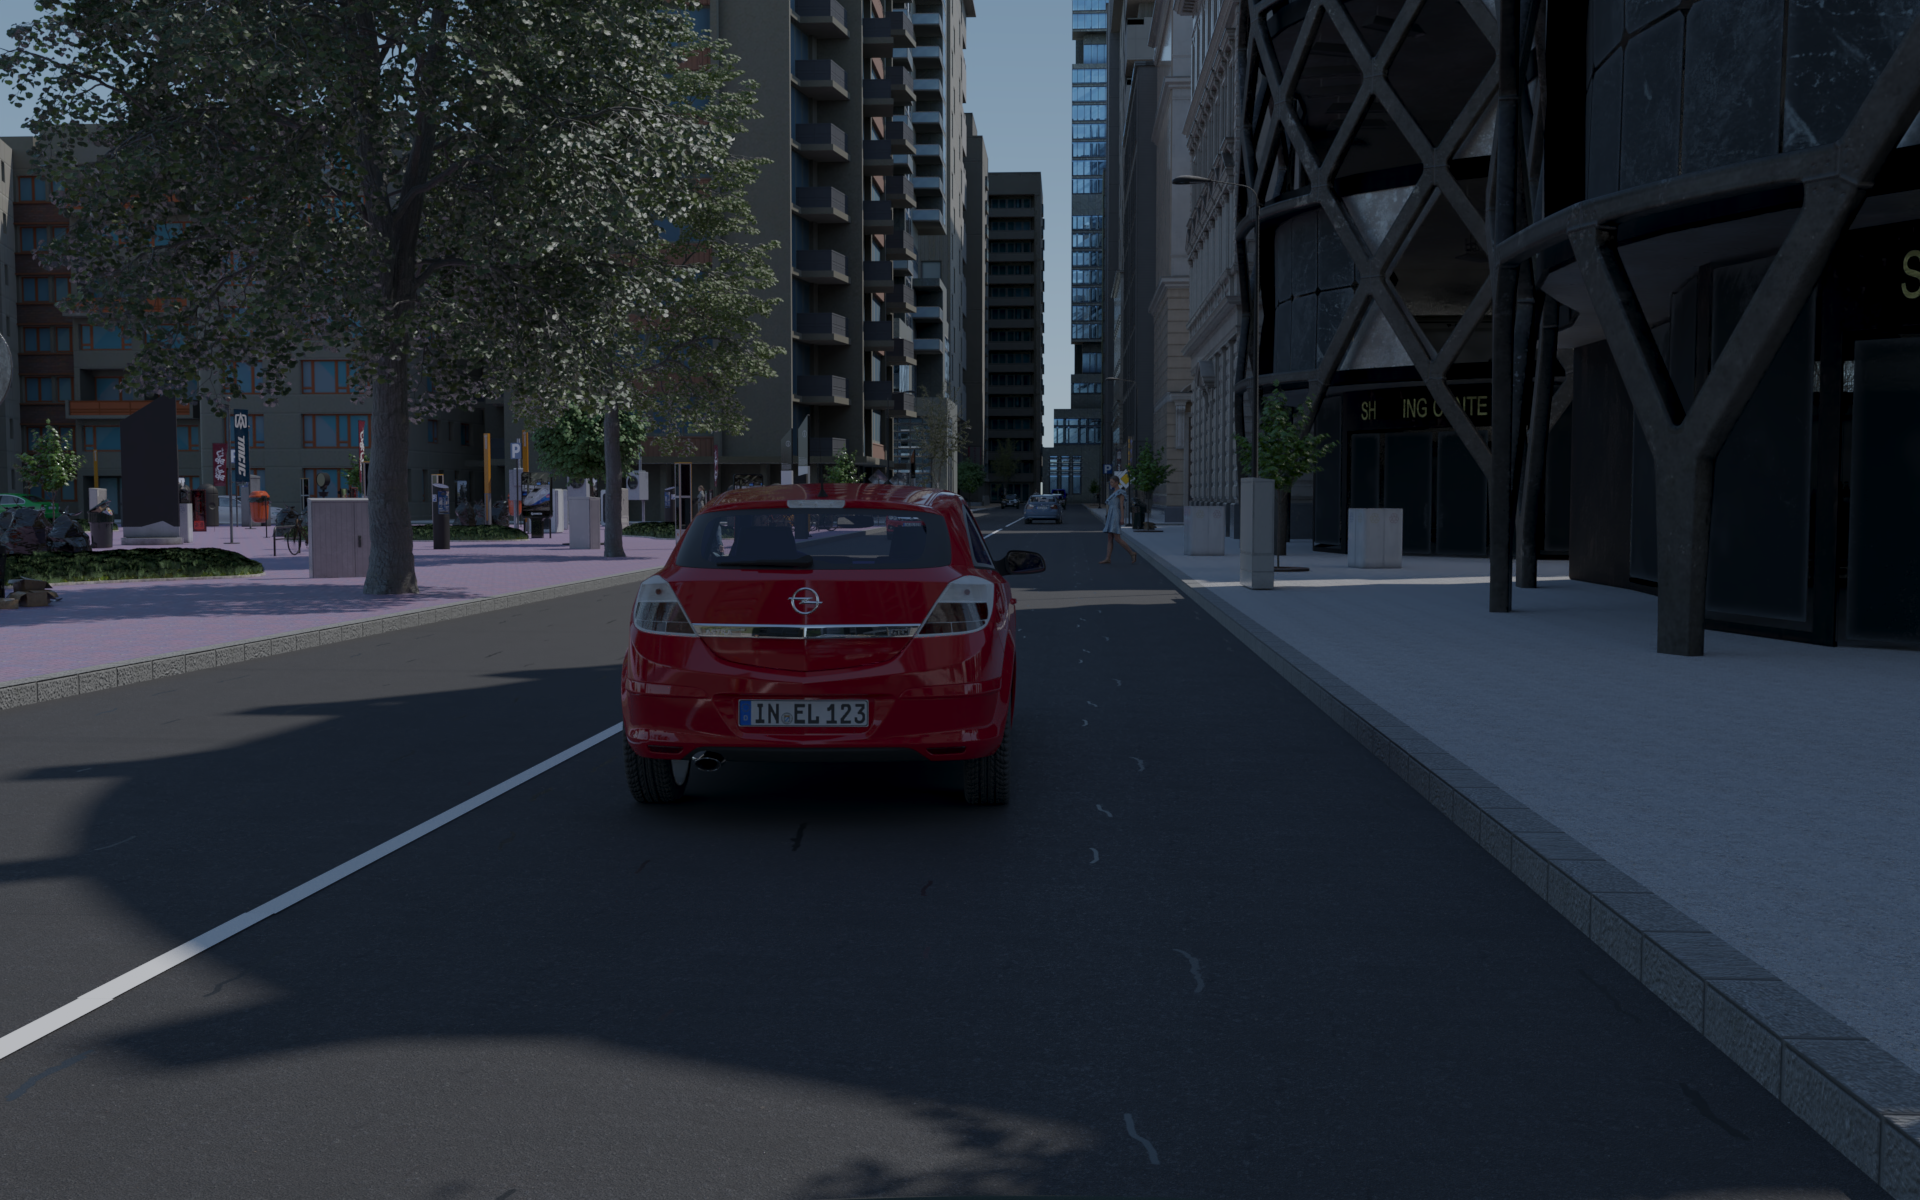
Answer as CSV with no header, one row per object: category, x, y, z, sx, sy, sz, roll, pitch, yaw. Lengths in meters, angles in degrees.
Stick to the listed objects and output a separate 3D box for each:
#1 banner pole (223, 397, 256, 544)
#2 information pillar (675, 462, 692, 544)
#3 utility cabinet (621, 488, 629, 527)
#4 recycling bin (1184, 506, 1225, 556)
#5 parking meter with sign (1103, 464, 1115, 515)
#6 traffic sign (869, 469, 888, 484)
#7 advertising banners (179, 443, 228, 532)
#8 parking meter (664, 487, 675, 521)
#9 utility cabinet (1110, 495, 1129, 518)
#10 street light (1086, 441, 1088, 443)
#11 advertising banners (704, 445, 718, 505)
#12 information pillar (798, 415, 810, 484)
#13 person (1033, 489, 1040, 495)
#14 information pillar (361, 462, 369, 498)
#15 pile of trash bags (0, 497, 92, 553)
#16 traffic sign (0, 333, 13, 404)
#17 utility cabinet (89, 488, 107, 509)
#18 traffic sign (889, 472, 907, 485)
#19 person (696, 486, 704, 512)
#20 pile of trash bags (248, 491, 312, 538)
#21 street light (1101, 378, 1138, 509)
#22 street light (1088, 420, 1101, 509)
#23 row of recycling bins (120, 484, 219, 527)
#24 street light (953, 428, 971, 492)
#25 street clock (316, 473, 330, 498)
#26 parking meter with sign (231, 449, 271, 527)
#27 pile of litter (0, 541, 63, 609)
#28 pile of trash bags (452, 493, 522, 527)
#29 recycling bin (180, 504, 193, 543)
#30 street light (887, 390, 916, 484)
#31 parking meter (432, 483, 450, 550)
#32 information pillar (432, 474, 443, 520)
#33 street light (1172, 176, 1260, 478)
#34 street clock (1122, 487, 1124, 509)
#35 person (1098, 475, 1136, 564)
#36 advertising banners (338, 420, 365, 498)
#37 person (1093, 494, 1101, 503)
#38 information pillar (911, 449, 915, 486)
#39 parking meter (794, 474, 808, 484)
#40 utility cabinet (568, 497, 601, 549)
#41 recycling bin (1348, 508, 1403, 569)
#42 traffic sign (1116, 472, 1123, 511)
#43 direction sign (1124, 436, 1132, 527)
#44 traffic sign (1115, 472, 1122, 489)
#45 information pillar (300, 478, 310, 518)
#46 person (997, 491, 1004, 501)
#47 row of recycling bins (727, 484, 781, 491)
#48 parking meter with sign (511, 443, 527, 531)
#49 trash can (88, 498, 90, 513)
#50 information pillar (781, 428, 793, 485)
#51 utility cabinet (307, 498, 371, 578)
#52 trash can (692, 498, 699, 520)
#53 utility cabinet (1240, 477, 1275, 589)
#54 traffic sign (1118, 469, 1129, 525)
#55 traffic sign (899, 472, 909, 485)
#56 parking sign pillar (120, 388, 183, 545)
banner pole,-18.688,-3.349,44.780,0.401,3.779,0.863,2,4,26
information pillar,-6.458,-2.199,40.448,0.304,2.012,0.304,-2,4,-30
utility cabinet,-12.378,-3.319,62.943,0.318,1.500,1.173,1,4,9
recycling bin,5.115,-1.451,36.280,0.722,1.027,0.722,0,4,-5
parking meter with sign,8.758,-6.389,100.724,0.543,3.016,1.738,0,4,-8
traffic sign,-3.294,-4.050,69.864,0.795,2.450,0.064,0,4,4
advertising banners,-25.952,-3.836,58.901,2.074,3.025,0.090,-2,4,-23
parking meter,-9.850,-3.086,58.865,0.372,1.533,0.369,0,3,0
utility cabinet,8.631,-5.034,93.475,1.020,1.237,0.306,-1,4,-16
street light,11.748,-10.985,152.140,1.470,5.913,1.316,0,4,4
advertising banners,-8.930,-4.034,62.138,0.090,3.025,2.074,-1,4,-21
information pillar,-4.625,-3.679,51.505,0.183,3.616,0.504,-3,5,-41
person,5.631,-7.313,128.266,0.606,1.804,0.583,-1,4,-14
information pillar,-13.363,-2.125,39.234,0.304,2.012,0.304,-2,4,-28
pile of trash bags,-16.990,-1.258,30.316,1.912,1.369,3.447,1,4,14
traffic sign,-7.018,-0.738,12.177,0.768,2.556,0.104,0,4,7
utility cabinet,-32.524,-3.469,65.404,0.318,1.500,1.173,-1,4,-11
traffic sign,-2.794,-4.538,77.833,0.795,2.450,0.064,0,4,4
person,-11.208,-3.993,74.054,0.573,1.790,0.520,-1,4,-11
pile of trash bags,-19.846,-2.581,51.953,1.912,1.369,3.447,2,4,27
street light,6.505,-5.911,69.181,1.470,5.913,1.316,0,4,4
street light,8.957,-8.339,108.882,1.470,5.913,1.316,0,4,4
row of recycling bins,-30.899,-3.708,67.736,3.534,1.692,1.069,-1,4,-19
street light,0.058,-9.100,121.326,1.470,5.913,1.316,0,4,4
street clock,-21.545,-3.308,58.649,0.471,2.002,0.358,2,4,32
parking meter with sign,-27.789,-4.382,67.900,0.543,3.016,1.738,1,4,18
pile of litter,-10.937,-0.365,19.932,1.176,0.858,1.719,1,4,11
pile of trash bags,-18.243,-3.538,67.598,3.447,1.369,1.912,3,4,37
recycling bin,-20.641,-2.021,45.596,0.722,1.027,0.722,-1,4,-16
street light,-2.679,-6.428,77.644,1.470,5.913,1.316,0,4,4
parking meter,-12.043,-1.944,40.200,0.372,1.533,0.369,0,3,0
information pillar,-19.520,-3.686,64.752,0.304,2.012,0.304,2,4,30
street light,3.790,-3.233,25.400,1.470,5.913,1.316,0,4,4
street clock,7.452,-4.604,79.845,0.358,2.002,0.471,-1,4,-15
person,3.218,-1.646,35.500,0.778,1.811,0.616,0,4,-5
advertising banners,-14.115,-2.697,40.285,0.090,3.025,2.074,0,4,-2
person,18.504,-13.646,232.428,1.217,1.723,0.721,1,4,13
information pillar,-2.459,-6.107,91.200,0.183,3.616,0.504,-1,4,-22
parking meter,-4.546,-2.671,49.387,0.399,1.863,0.255,0,4,8
utility cabinet,-8.785,-1.798,40.552,0.306,1.237,1.020,-3,5,-40
recycling bin,7.213,-1.073,30.099,0.722,1.027,0.722,-1,4,-11
traffic sign,7.129,-4.498,77.192,0.795,2.450,0.064,0,4,4
direction sign,6.647,-4.644,67.933,0.379,3.537,0.876,1,4,15
traffic sign,7.271,-4.656,78.251,0.606,2.300,0.079,0,4,4
information pillar,-30.228,-4.616,79.958,0.304,2.012,0.304,-3,5,-41
person,5.694,-13.851,234.599,1.348,1.869,0.705,2,4,25
row of recycling bins,-7.516,-3.695,67.529,3.534,1.692,1.069,-3,5,-45
parking meter with sign,-14.582,-3.874,59.606,0.543,3.016,1.738,2,4,35
trash can,-34.884,-3.571,70.032,0.748,1.137,0.748,0,3,0
information pillar,-6.134,-4.294,61.568,0.504,3.616,0.183,2,4,33
utility cabinet,-9.464,-0.947,26.646,1.020,1.237,0.306,-2,4,-32
trash can,-10.532,-3.425,67.656,0.748,1.137,0.748,0,3,0
utility cabinet,4.062,-0.914,23.626,0.318,1.500,1.173,0,4,2
traffic sign,6.629,-4.011,69.222,0.795,2.450,0.064,0,4,4
traffic sign,-2.680,-4.863,81.634,0.606,2.300,0.079,1,4,10
parking sign pillar,-20.493,-3.385,43.821,1.447,3.967,1.447,-1,4,-21
